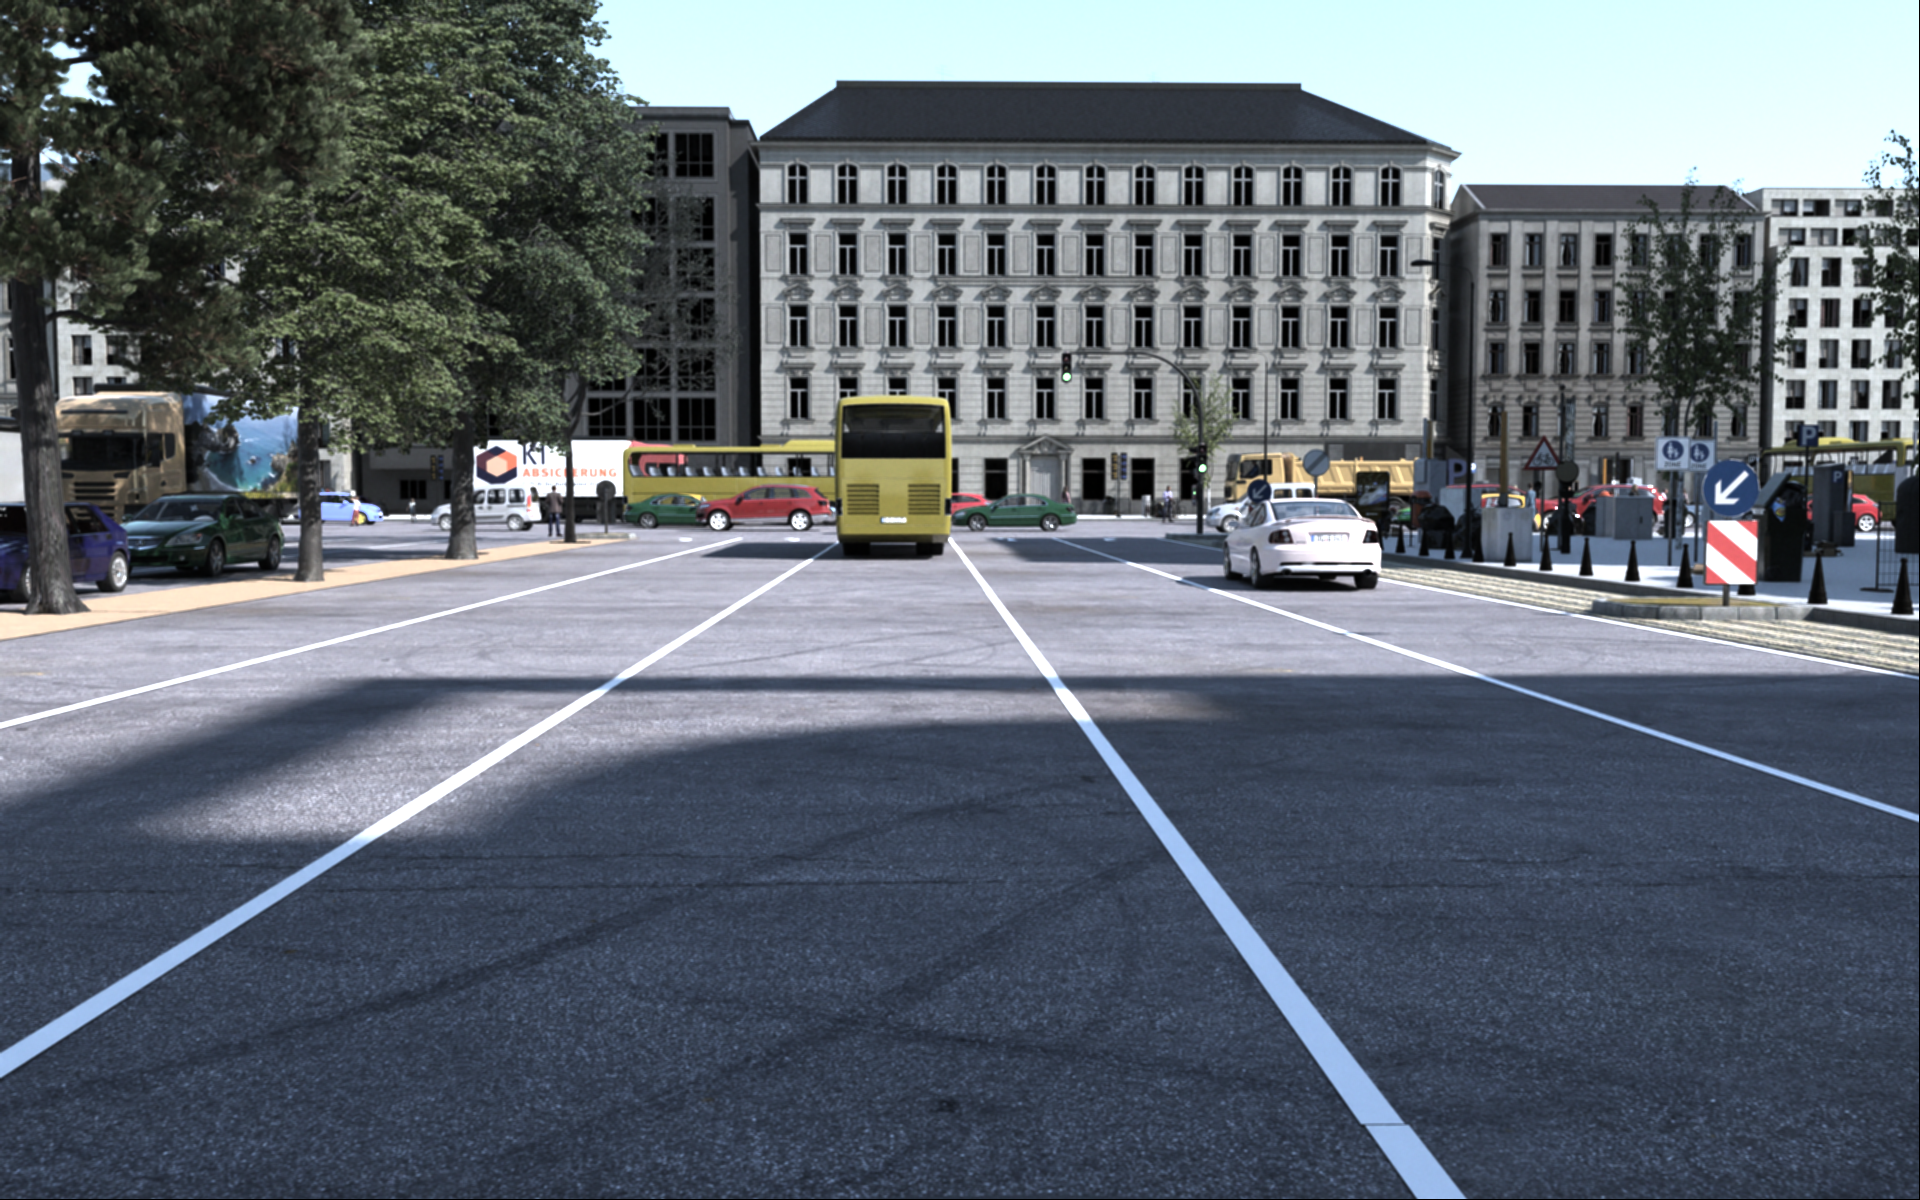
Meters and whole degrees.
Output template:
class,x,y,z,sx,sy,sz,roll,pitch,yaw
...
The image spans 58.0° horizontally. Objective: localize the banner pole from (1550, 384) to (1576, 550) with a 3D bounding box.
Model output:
class,x,y,z,sx,sy,sz,roll,pitch,yaw
banner pole,13.887,-3.039,39.700,0.863,3.779,0.401,-3,5,-43

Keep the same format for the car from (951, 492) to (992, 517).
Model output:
class,x,y,z,sx,sy,sz,roll,pitch,yaw
car,-0.605,-4.317,79.626,4.494,1.783,2.155,0,4,-1

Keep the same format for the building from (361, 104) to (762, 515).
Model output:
class,x,y,z,sx,sy,sz,roll,pitch,yaw
building,-24.938,-19.437,111.295,24.014,27.812,14.314,0,4,-1

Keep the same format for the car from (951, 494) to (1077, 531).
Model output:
class,x,y,z,sx,sy,sz,roll,pitch,yaw
car,2.087,-3.390,67.222,4.920,1.459,2.131,0,4,-1

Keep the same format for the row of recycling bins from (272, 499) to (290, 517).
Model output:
class,x,y,z,sx,sy,sz,roll,pitch,yaw
row of recycling bins,-38.139,-5.468,96.515,1.069,1.692,3.534,-1,4,-10

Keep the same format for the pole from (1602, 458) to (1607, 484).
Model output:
class,x,y,z,sx,sy,sz,roll,pitch,yaw
pole,36.889,-6.443,99.191,0.158,3.312,0.155,0,3,0

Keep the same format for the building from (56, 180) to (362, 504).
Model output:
class,x,y,z,sx,sy,sz,roll,pitch,yaw
building,-45.596,-15.537,108.777,16.860,20.320,10.420,0,4,-1

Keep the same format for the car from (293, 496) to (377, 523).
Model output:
class,x,y,z,sx,sy,sz,roll,pitch,yaw
car,-31.207,-4.523,86.528,3.894,1.354,1.945,0,4,-1

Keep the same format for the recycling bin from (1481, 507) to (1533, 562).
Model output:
class,x,y,z,sx,sy,sz,roll,pitch,yaw
recycling bin,10.400,-1.247,32.942,0.722,1.027,0.722,-1,4,-9

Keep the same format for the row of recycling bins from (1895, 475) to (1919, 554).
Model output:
class,x,y,z,sx,sy,sz,roll,pitch,yaw
row of recycling bins,21.983,-1.827,36.986,3.534,1.692,1.069,2,4,27

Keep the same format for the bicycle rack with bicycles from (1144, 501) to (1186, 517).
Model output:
class,x,y,z,sx,sy,sz,roll,pitch,yaw
bicycle rack with bicycles,11.114,-5.007,95.245,2.852,0.926,2.925,2,4,24

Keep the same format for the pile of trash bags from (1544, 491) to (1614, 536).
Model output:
class,x,y,z,sx,sy,sz,roll,pitch,yaw
pile of trash bags,19.759,-2.730,54.395,1.912,1.369,3.447,3,5,39

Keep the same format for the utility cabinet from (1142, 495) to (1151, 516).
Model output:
class,x,y,z,sx,sy,sz,roll,pitch,yaw
utility cabinet,10.863,-5.507,101.203,0.306,1.237,1.020,-1,4,-8

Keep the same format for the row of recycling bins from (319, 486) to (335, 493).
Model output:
class,x,y,z,sx,sy,sz,roll,pitch,yaw
row of recycling bins,-34.616,-5.289,93.581,1.069,1.692,3.534,0,4,-5

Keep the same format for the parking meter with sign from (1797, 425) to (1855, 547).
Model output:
class,x,y,z,sx,sy,sz,roll,pitch,yaw
parking meter with sign,21.493,-2.852,42.889,0.543,3.016,1.738,-1,4,-10

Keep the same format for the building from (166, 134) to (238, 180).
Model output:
class,x,y,z,sx,sy,sz,roll,pitch,yaw
building,-80.163,-31.049,191.237,14.086,41.232,14.154,0,4,-1

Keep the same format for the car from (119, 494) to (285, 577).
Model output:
class,x,y,z,sx,sy,sz,roll,pitch,yaw
car,-13.808,-1.196,31.359,2.131,1.459,4.920,0,4,-2

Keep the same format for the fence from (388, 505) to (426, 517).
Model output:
class,x,y,z,sx,sy,sz,roll,pitch,yaw
fence,-30.657,-4.929,95.964,2.069,0.683,0.278,-1,4,-20

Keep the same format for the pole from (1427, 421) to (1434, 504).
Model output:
class,x,y,z,sx,sy,sz,roll,pitch,yaw
pole,13.184,-3.353,48.663,0.158,3.312,0.155,0,3,0

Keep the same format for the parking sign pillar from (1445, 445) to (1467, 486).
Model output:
class,x,y,z,sx,sy,sz,roll,pitch,yaw
parking sign pillar,27.407,-6.544,95.459,1.447,3.967,1.447,0,4,-3

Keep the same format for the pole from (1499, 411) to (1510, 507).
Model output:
class,x,y,z,sx,sy,sz,roll,pitch,yaw
pole,13.440,-2.992,42.767,0.158,3.312,0.155,0,3,0

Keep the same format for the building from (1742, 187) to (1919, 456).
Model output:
class,x,y,z,sx,sy,sz,roll,pitch,yaw
building,58.211,-15.708,111.574,16.860,20.320,10.420,0,4,-1

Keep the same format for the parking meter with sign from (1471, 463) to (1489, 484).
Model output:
class,x,y,z,sx,sy,sz,roll,pitch,yaw
parking meter with sign,29.203,-6.159,96.967,0.543,3.016,1.738,-2,4,-25

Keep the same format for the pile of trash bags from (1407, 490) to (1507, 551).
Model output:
class,x,y,z,sx,sy,sz,roll,pitch,yaw
pile of trash bags,11.649,-1.908,40.944,1.912,1.369,3.447,-1,4,-18

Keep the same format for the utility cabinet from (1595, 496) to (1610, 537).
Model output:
class,x,y,z,sx,sy,sz,roll,pitch,yaw
utility cabinet,19.315,-2.478,51.670,1.020,1.237,0.306,-3,5,-45

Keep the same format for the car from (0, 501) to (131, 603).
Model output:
class,x,y,z,sx,sy,sz,roll,pitch,yaw
car,-13.053,-0.693,23.916,1.945,1.354,3.894,0,4,-2

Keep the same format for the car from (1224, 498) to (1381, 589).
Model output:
class,x,y,z,sx,sy,sz,roll,pitch,yaw
car,5.375,-0.930,27.568,2.083,1.381,4.827,0,4,0

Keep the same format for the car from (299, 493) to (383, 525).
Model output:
class,x,y,z,sx,sy,sz,roll,pitch,yaw
car,-28.908,-4.362,80.916,3.694,1.707,1.945,0,4,-3

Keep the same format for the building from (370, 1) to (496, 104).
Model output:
class,x,y,z,sx,sy,sz,roll,pitch,yaw
building,-50.212,-31.097,158.542,14.600,45.320,14.200,0,4,-1

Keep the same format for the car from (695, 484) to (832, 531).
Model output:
class,x,y,z,sx,sy,sz,roll,pitch,yaw
car,-7.682,-3.615,67.782,5.304,1.827,2.281,0,4,0

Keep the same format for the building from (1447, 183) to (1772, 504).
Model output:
class,x,y,z,sx,sy,sz,roll,pitch,yaw
building,40.369,-16.010,110.914,18.267,20.994,9.793,0,4,-1

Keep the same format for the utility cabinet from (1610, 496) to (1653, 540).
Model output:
class,x,y,z,sx,sy,sz,roll,pitch,yaw
utility cabinet,18.970,-2.304,48.827,1.020,1.237,0.306,0,4,7

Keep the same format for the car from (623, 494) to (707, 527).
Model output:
class,x,y,z,sx,sy,sz,roll,pitch,yaw
car,-12.757,-4.019,75.939,3.980,1.641,2.015,0,3,0

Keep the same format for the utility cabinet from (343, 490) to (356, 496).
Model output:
class,x,y,z,sx,sy,sz,roll,pitch,yaw
utility cabinet,-35.542,-5.636,100.834,0.318,1.500,1.173,-3,5,-42

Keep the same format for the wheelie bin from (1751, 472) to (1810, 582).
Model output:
class,x,y,z,sx,sy,sz,roll,pitch,yaw
wheelie bin,12.084,-1.078,25.540,0.693,1.594,0.980,0,4,6

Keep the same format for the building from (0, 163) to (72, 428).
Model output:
class,x,y,z,sx,sy,sz,roll,pitch,yaw
building,-72.093,-17.782,109.818,34.723,24.649,14.460,0,4,-1

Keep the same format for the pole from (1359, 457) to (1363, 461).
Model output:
class,x,y,z,sx,sy,sz,roll,pitch,yaw
pole,21.950,-6.184,94.951,0.158,3.312,0.155,0,3,0

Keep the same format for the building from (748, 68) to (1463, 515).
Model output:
class,x,y,z,sx,sy,sz,roll,pitch,yaw
building,9.087,-20.618,113.521,44.131,29.872,17.030,0,4,-1

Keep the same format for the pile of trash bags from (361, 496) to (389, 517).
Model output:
class,x,y,z,sx,sy,sz,roll,pitch,yaw
pile of trash bags,-34.174,-5.391,97.899,1.912,1.369,3.447,3,4,38

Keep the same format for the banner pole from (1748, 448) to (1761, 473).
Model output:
class,x,y,z,sx,sy,sz,roll,pitch,yaw
banner pole,43.424,-6.397,94.611,0.401,3.779,0.863,-3,5,-45

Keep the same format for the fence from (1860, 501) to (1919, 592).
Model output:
class,x,y,z,sx,sy,sz,roll,pitch,yaw
fence,13.128,-0.714,22.871,2.264,1.192,0.480,0,4,-4
